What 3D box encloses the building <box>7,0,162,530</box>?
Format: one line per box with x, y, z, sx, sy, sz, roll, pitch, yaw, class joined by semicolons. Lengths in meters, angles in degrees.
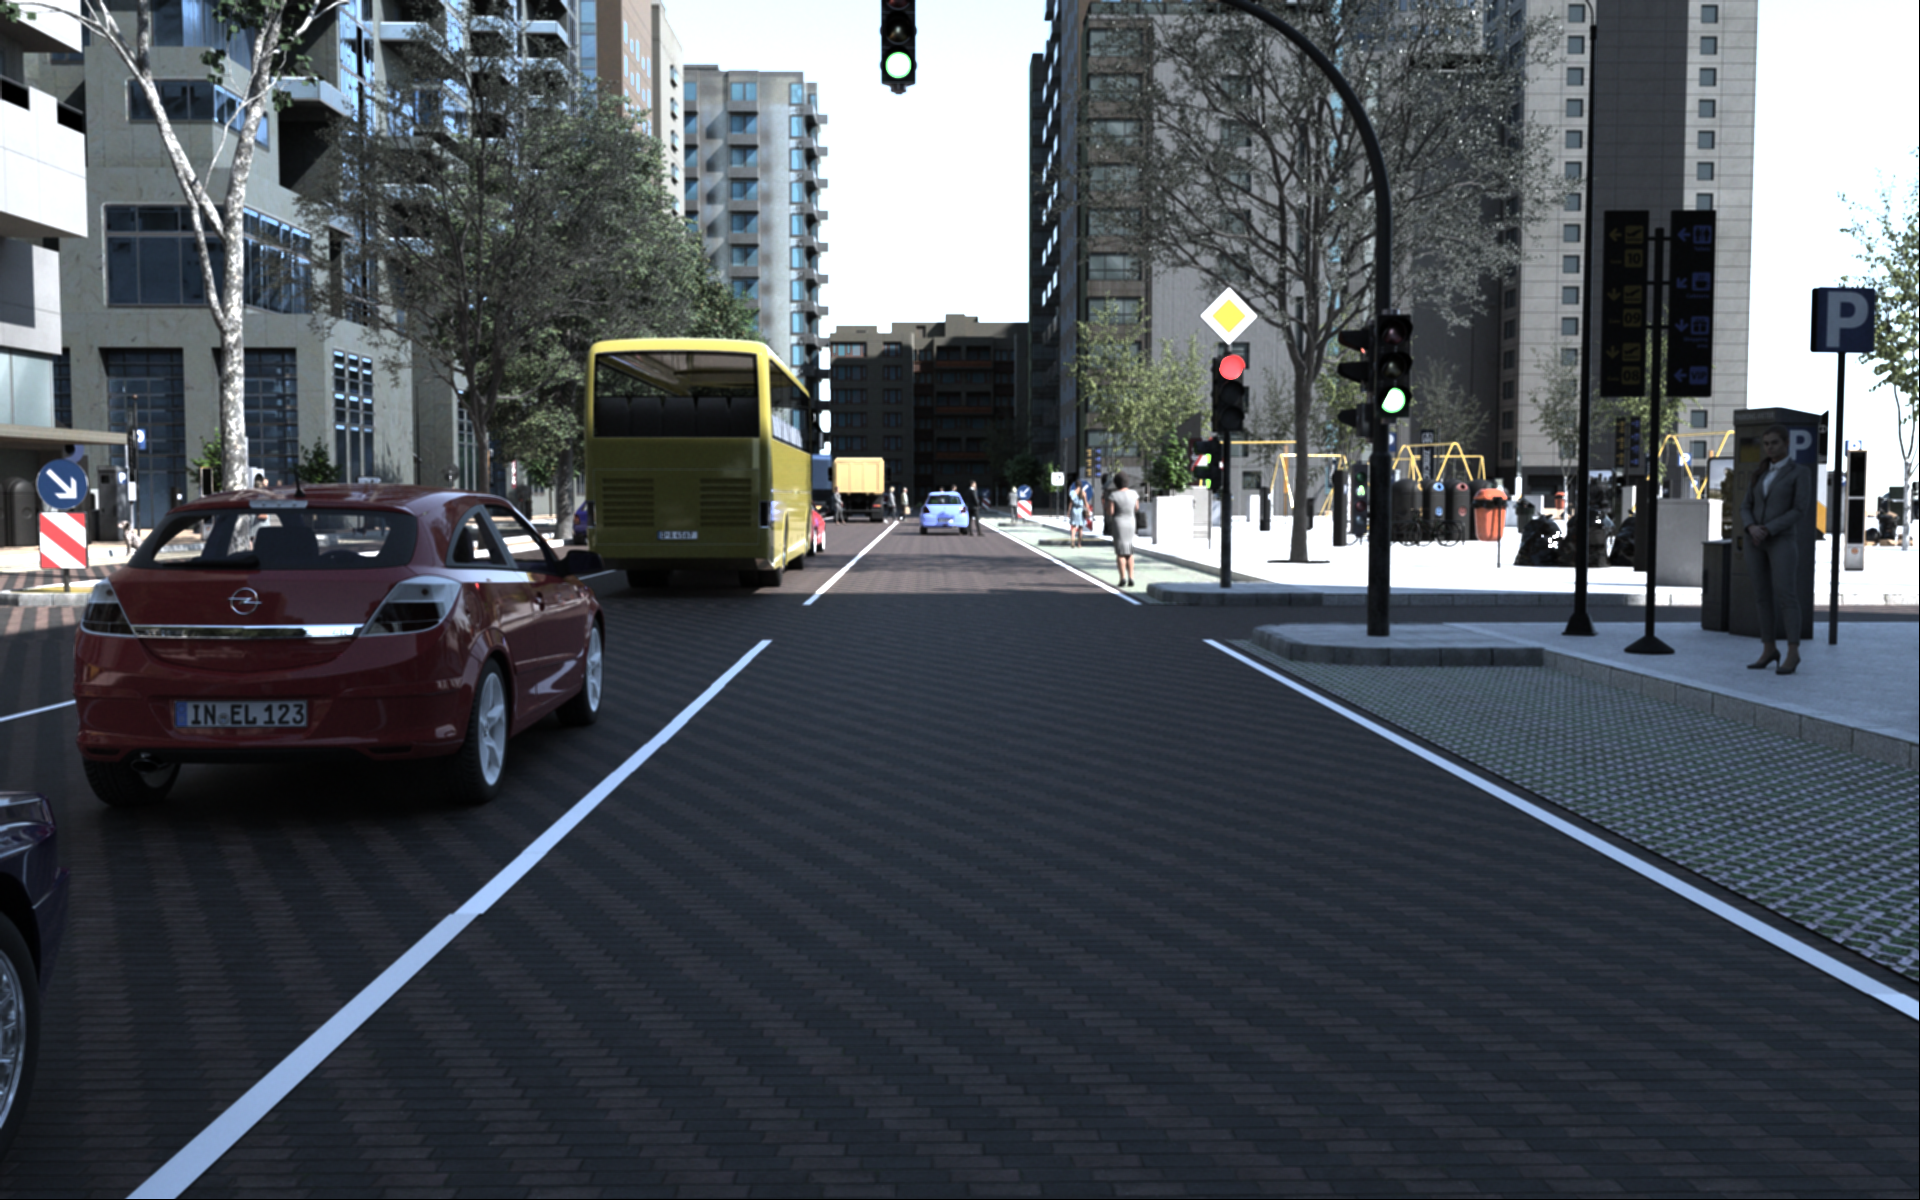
-34.134;-46.615;74.824;22.319;86.520;31.000;0;4;-1;building

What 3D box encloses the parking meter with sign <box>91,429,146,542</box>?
-22.877;-3.092;46.809;1.738;3.016;0.543;1;4;19;parking meter with sign

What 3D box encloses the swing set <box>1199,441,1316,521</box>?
8.801;-3.304;51.644;3.119;2.851;2.862;1;4;17;swing set

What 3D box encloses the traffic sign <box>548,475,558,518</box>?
-21.329;-5.592;91.428;0.884;2.594;0.081;0;4;6;traffic sign

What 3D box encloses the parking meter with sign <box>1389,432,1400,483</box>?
12.426;-3.281;49.902;0.543;3.016;1.738;2;4;24;parking meter with sign

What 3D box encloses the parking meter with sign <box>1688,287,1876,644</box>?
7.314;-1.178;15.514;0.543;3.016;1.738;-1;4;-10;parking meter with sign

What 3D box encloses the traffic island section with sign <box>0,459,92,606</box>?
-11.646;-0.915;23.103;2.006;1.907;1.989;0;4;-1;traffic island section with sign

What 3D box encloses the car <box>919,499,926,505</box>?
-0.945;-4.357;81.022;2.009;1.686;4.222;0;4;-2;car

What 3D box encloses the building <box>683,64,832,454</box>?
-29.780;-35.236;195.715;30.456;49.044;23.786;0;4;-1;building

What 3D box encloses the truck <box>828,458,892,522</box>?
-5.293;-5.814;90.991;3.469;3.379;9.791;0;4;-3;truck

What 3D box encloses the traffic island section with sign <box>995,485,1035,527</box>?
2.688;-4.138;76.290;1.989;1.847;2.006;0;4;-1;traffic island section with sign

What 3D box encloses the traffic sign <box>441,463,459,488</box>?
-20.948;-4.347;71.186;0.768;2.556;0.104;0;4;6;traffic sign

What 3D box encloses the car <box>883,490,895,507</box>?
-7.326;-9.485;163.758;2.281;1.827;5.304;0;4;-1;car

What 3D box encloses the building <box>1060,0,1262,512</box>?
14.401;-28.731;119.857;14.600;45.320;14.200;0;4;-1;building

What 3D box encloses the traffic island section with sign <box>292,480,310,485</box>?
-18.417;-2.409;48.018;1.989;1.847;2.006;0;4;-1;traffic island section with sign

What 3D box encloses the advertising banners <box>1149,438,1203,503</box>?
6.807;-3.579;54.708;2.074;3.025;0.090;3;5;45;advertising banners

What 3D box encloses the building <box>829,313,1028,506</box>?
0.233;-21.669;199.324;28.899;21.520;27.650;0;4;-1;building

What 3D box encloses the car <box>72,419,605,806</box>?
-3.108;-0.026;9.464;2.155;1.783;4.494;0;4;-2;car

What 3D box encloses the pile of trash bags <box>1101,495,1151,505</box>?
9.656;-5.376;97.648;3.447;1.369;1.912;-1;4;-11;pile of trash bags

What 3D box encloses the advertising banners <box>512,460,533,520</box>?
-21.109;-5.332;83.359;0.090;3.025;2.074;1;4;14;advertising banners

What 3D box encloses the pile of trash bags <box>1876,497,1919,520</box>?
47.256;-4.652;85.812;1.912;1.369;3.447;-1;4;-22;pile of trash bags

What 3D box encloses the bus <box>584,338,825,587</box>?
-4.033;-2.326;29.571;2.896;3.916;12.252;0;4;-2;bus

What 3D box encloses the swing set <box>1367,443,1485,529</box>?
14.653;-3.442;53.896;2.862;2.851;3.119;-1;4;-17;swing set

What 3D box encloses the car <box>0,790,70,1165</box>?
-2.803;0.631;2.271;1.945;1.354;3.894;0;4;-2;car

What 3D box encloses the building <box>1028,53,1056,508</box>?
13.403;-29.416;164.541;14.154;41.232;14.086;0;4;-1;building

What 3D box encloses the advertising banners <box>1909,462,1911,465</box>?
51.891;-6.060;95.270;2.074;3.025;0.090;-3;5;-40;advertising banners

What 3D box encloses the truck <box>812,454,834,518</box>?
-9.564;-7.419;111.062;2.967;4.110;18.799;0;4;-2;truck

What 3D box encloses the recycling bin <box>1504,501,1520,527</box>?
21.242;-3.322;66.876;0.722;1.027;0.722;1;4;23;recycling bin

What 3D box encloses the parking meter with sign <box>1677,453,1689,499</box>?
30.757;-4.689;72.923;0.543;3.016;1.738;0;4;4;parking meter with sign

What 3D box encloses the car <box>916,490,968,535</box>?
-0.589;-3.211;62.083;1.945;1.707;3.694;0;4;-2;car

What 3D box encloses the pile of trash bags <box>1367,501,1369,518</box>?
21.751;-5.036;92.084;3.447;1.369;1.912;-1;4;-20;pile of trash bags

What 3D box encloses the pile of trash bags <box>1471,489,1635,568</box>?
10.568;-1.279;30.657;3.447;1.369;1.912;-1;4;-20;pile of trash bags

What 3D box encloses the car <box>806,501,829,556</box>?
-4.246;-1.990;41.573;2.155;1.783;4.494;0;4;0;car

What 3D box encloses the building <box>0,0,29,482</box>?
-38.273;-27.432;37.756;28.713;52.752;27.495;0;4;-1;building

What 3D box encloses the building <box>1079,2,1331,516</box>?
14.188;-20.447;106.017;14.160;30.474;14.107;0;4;-1;building

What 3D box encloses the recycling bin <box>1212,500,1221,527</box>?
10.323;-3.440;68.795;0.722;1.027;0.722;1;4;12;recycling bin

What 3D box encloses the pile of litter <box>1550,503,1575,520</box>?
29.645;-4.335;84.846;1.176;0.858;1.719;0;4;-6;pile of litter

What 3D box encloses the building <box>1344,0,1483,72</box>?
53.117;-40.001;196.017;28.212;58.520;21.231;0;4;-1;building

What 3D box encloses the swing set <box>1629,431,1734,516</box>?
18.903;-2.847;44.175;2.862;2.851;3.119;0;4;-7;swing set

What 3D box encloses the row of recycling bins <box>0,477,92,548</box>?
-22.833;-2.168;42.562;1.069;1.692;3.534;1;4;17;row of recycling bins

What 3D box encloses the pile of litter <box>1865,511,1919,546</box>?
22.957;-1.755;42.655;1.719;0.858;1.176;2;4;30;pile of litter

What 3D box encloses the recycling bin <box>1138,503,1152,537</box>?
5.784;-2.388;51.605;0.722;1.027;0.722;-2;4;-35;recycling bin

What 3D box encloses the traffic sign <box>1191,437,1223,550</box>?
5.700;-2.414;39.475;0.884;2.594;0.081;0;4;1;traffic sign

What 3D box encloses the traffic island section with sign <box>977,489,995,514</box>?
1.761;-7.171;125.878;1.989;1.847;2.006;0;4;-1;traffic island section with sign

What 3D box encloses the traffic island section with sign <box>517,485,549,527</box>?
-18.918;-4.058;74.968;1.989;1.847;2.006;0;4;-1;traffic island section with sign

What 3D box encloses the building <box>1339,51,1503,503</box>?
41.966;-29.379;163.947;14.086;41.232;14.154;0;4;-1;building

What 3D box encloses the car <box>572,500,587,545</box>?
-9.927;-2.272;49.735;1.945;1.354;3.894;0;4;0;car

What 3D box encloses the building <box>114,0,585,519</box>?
-36.427;-48.880;111.866;22.319;86.520;31.000;0;4;-1;building

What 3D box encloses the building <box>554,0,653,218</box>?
-32.176;-29.749;136.501;14.600;45.320;14.200;0;4;-1;building

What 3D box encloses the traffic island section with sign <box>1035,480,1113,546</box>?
3.212;-2.428;48.322;1.989;1.847;2.006;0;4;-1;traffic island section with sign

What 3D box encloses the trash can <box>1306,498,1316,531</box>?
12.170;-3.026;61.130;0.748;1.137;0.748;0;3;0;trash can

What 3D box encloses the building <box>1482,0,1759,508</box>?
59.344;-44.242;161.606;20.611;71.187;20.563;0;4;-1;building

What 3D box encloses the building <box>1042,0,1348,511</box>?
18.431;-31.957;142.108;23.786;49.044;30.456;0;4;-1;building

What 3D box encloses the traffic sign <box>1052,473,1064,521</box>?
4.694;-4.960;83.220;0.606;2.300;0.079;0;4;1;traffic sign

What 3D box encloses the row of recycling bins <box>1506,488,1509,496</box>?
28.701;-5.263;93.163;1.069;1.692;3.534;0;4;5;row of recycling bins

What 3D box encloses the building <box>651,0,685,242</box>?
-37.446;-32.820;160.307;21.600;48.544;21.300;0;4;-1;building

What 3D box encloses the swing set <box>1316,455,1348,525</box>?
14.122;-4.371;69.092;3.119;2.851;2.862;-1;4;-18;swing set
